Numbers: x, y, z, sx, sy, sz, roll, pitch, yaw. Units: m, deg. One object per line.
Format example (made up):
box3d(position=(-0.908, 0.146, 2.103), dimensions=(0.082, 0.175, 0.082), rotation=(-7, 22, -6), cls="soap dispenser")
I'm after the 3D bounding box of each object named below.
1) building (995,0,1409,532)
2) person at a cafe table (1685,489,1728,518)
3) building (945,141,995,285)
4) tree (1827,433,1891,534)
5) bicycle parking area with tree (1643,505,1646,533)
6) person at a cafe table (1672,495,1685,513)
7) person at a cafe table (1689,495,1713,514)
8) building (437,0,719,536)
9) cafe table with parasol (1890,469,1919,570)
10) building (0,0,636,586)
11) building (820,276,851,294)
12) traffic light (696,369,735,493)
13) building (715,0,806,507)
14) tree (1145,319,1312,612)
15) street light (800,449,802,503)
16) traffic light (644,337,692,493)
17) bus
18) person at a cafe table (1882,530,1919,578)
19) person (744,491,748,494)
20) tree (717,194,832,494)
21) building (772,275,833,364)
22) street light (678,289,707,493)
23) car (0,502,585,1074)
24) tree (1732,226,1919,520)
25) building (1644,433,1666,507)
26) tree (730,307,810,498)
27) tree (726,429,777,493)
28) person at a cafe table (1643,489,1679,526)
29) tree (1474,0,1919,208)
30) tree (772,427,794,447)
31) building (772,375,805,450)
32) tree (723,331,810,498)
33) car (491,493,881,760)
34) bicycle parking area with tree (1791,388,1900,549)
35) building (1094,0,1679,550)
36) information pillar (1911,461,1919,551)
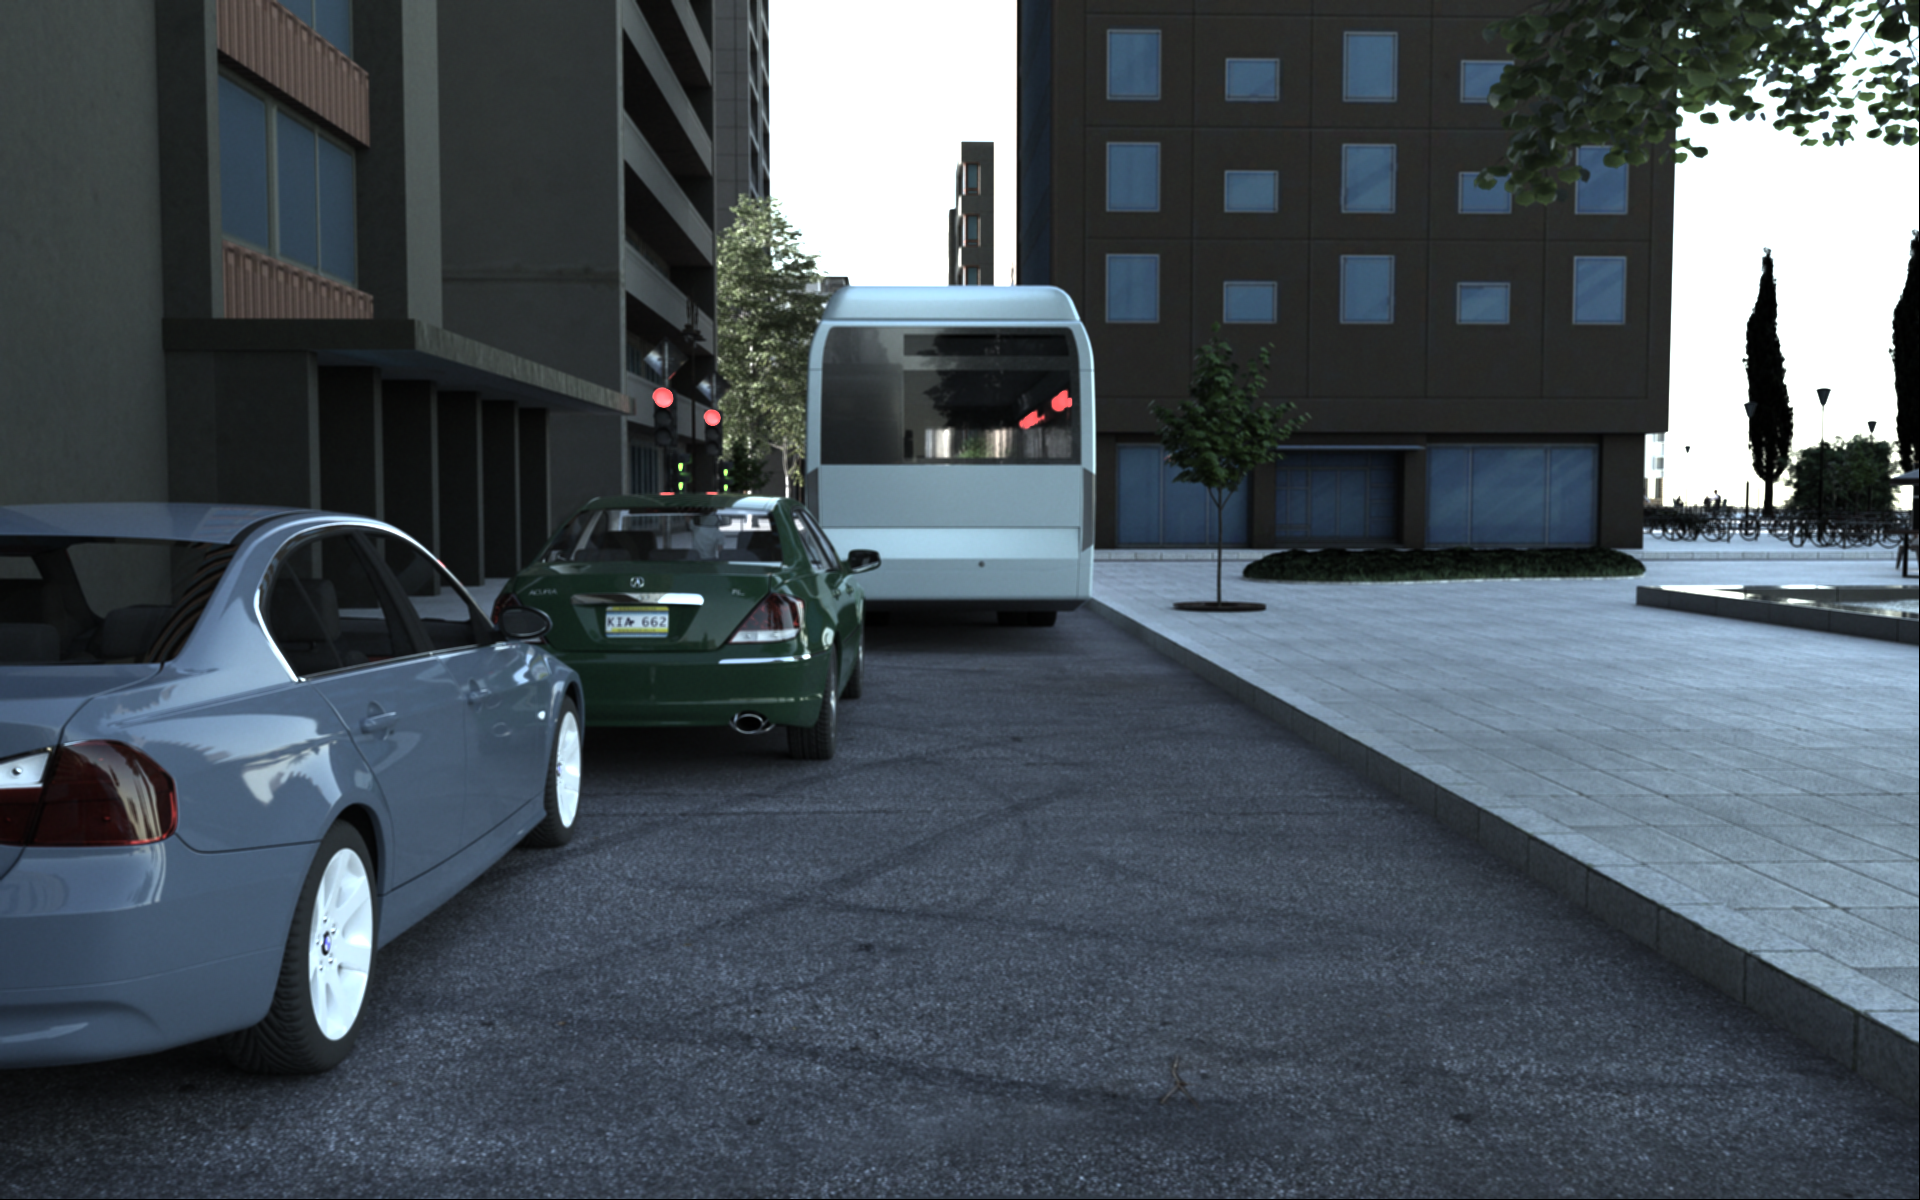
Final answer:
box3d(position=(8.678, -25.653, 69.533), dimensions=(14.600, 45.320, 14.200), rotation=(0, 4, -2), cls="building")
box3d(position=(36.536, -4.645, 84.460), dimensions=(1.698, 1.524, 1.622), rotation=(-3, 5, -41), cls="person at a cafe table")
box3d(position=(13.338, -15.590, 99.932), dimensions=(27.650, 21.520, 28.899), rotation=(0, 4, -2), cls="building")
box3d(position=(28.314, -3.689, 54.920), dimensions=(1.663, 3.219, 1.824), rotation=(0, 3, 0), cls="tree")
box3d(position=(22.313, -4.041, 53.080), dimensions=(8.231, 4.147, 9.016), rotation=(-1, 4, -9), cls="bicycle parking area with tree")
box3d(position=(47.493, -6.261, 113.222), dimensions=(1.726, 1.238, 1.698), rotation=(0, 4, 2), cls="person at a cafe table")
box3d(position=(47.610, -6.095, 110.519), dimensions=(1.698, 1.238, 1.726), rotation=(2, 4, 32), cls="person at a cafe table")
box3d(position=(-18.664, -25.948, 47.948), dimensions=(21.300, 48.544, 21.600), rotation=(0, 4, -2), cls="building")
box3d(position=(16.706, -1.478, 29.026), dimensions=(2.610, 1.966, 2.610), rotation=(0, 4, -2), cls="cafe table with parasol")
box3d(position=(-19.919, -22.285, 18.979), dimensions=(28.867, 44.769, 22.147), rotation=(0, 4, -2), cls="building")
box3d(position=(-27.208, -20.290, 175.722), dimensions=(32.646, 21.610, 27.936), rotation=(0, 4, -2), cls="building")
box3d(position=(-5.504, -3.058, 38.917), dimensions=(0.839, 4.253, 0.868), rotation=(0, 4, -2), cls="traffic light")
box3d(position=(-19.085, -40.303, 97.214), dimensions=(20.563, 71.187, 20.611), rotation=(0, 4, -2), cls="building")
box3d(position=(2.802, -1.513, 19.347), dimensions=(1.663, 3.219, 1.824), rotation=(0, 3, 0), cls="tree")
box3d(position=(-7.377, -6.561, 80.055), dimensions=(0.468, 5.910, 1.993), rotation=(0, 4, -2), cls="street light")
box3d(position=(-5.227, -2.570, 30.937), dimensions=(0.839, 4.253, 0.868), rotation=(0, 4, -2), cls="traffic light")
box3d(position=(-0.256, -1.654, 21.901), dimensions=(2.948, 3.499, 13.247), rotation=(0, 4, -2), cls="bus")
box3d(position=(15.297, -0.936, 26.167), dimensions=(1.698, 1.238, 1.726), rotation=(-1, 4, -18), cls="person at a cafe table")
box3d(position=(-9.088, -3.936, 73.637), dimensions=(0.726, 1.435, 0.776), rotation=(0, 4, -1), cls="person")
box3d(position=(-7.695, -9.022, 65.637), dimensions=(7.486, 12.596, 7.792), rotation=(0, 3, 0), cls="tree")
box3d(position=(-18.450, -17.810, 147.606), dimensions=(16.016, 20.091, 11.380), rotation=(0, 4, -2), cls="building")
box3d(position=(-6.023, -4.058, 39.144), dimensions=(0.468, 5.910, 1.993), rotation=(0, 4, -2), cls="street light")
box3d(position=(-2.425, 0.394, 5.556), dimensions=(2.014, 1.417, 4.499), rotation=(0, 4, -1), cls="car")
box3d(position=(48.560, -11.479, 89.505), dimensions=(18.604, 14.587, 13.155), rotation=(-2, 4, -24), cls="tree")
box3d(position=(66.701, -20.104, 185.114), dimensions=(11.380, 20.091, 16.016), rotation=(0, 4, -2), cls="building")
box3d(position=(-8.291, -9.240, 85.479), dimensions=(8.767, 10.594, 7.601), rotation=(0, 4, 1), cls="tree")
box3d(position=(-6.528, -3.480, 51.505), dimensions=(1.663, 3.219, 1.824), rotation=(0, 3, 0), cls="tree")
box3d(position=(28.018, -3.786, 70.409), dimensions=(1.698, 1.524, 1.622), rotation=(-2, 4, -35), cls="person at a cafe table")
box3d(position=(4.834, -5.400, 6.425), dimensions=(7.486, 12.596, 7.792), rotation=(0, 3, 0), cls="tree")
box3d(position=(-12.066, -9.880, 111.908), dimensions=(4.360, 8.622, 3.978), rotation=(0, 3, 0), cls="tree")
box3d(position=(-13.800, -11.391, 128.386), dimensions=(9.099, 9.664, 28.070), rotation=(0, 4, -2), cls="building")
box3d(position=(-7.029, -7.504, 73.057), dimensions=(4.737, 8.622, 4.395), rotation=(0, 3, 0), cls="tree")
box3d(position=(-1.582, 0.063, 10.765), dimensions=(2.131, 1.459, 4.920), rotation=(0, 4, 0), cls="car")
box3d(position=(23.339, -3.502, 44.255), dimensions=(9.016, 4.147, 8.231), rotation=(1, 4, 9), cls="bicycle parking area with tree")
box3d(position=(9.056, -24.180, 45.450), dimensions=(14.200, 45.320, 14.600), rotation=(0, 4, -2), cls="building")
box3d(position=(21.626, -2.106, 38.920), dimensions=(0.304, 2.012, 0.304), rotation=(-1, 4, -17), cls="information pillar")
